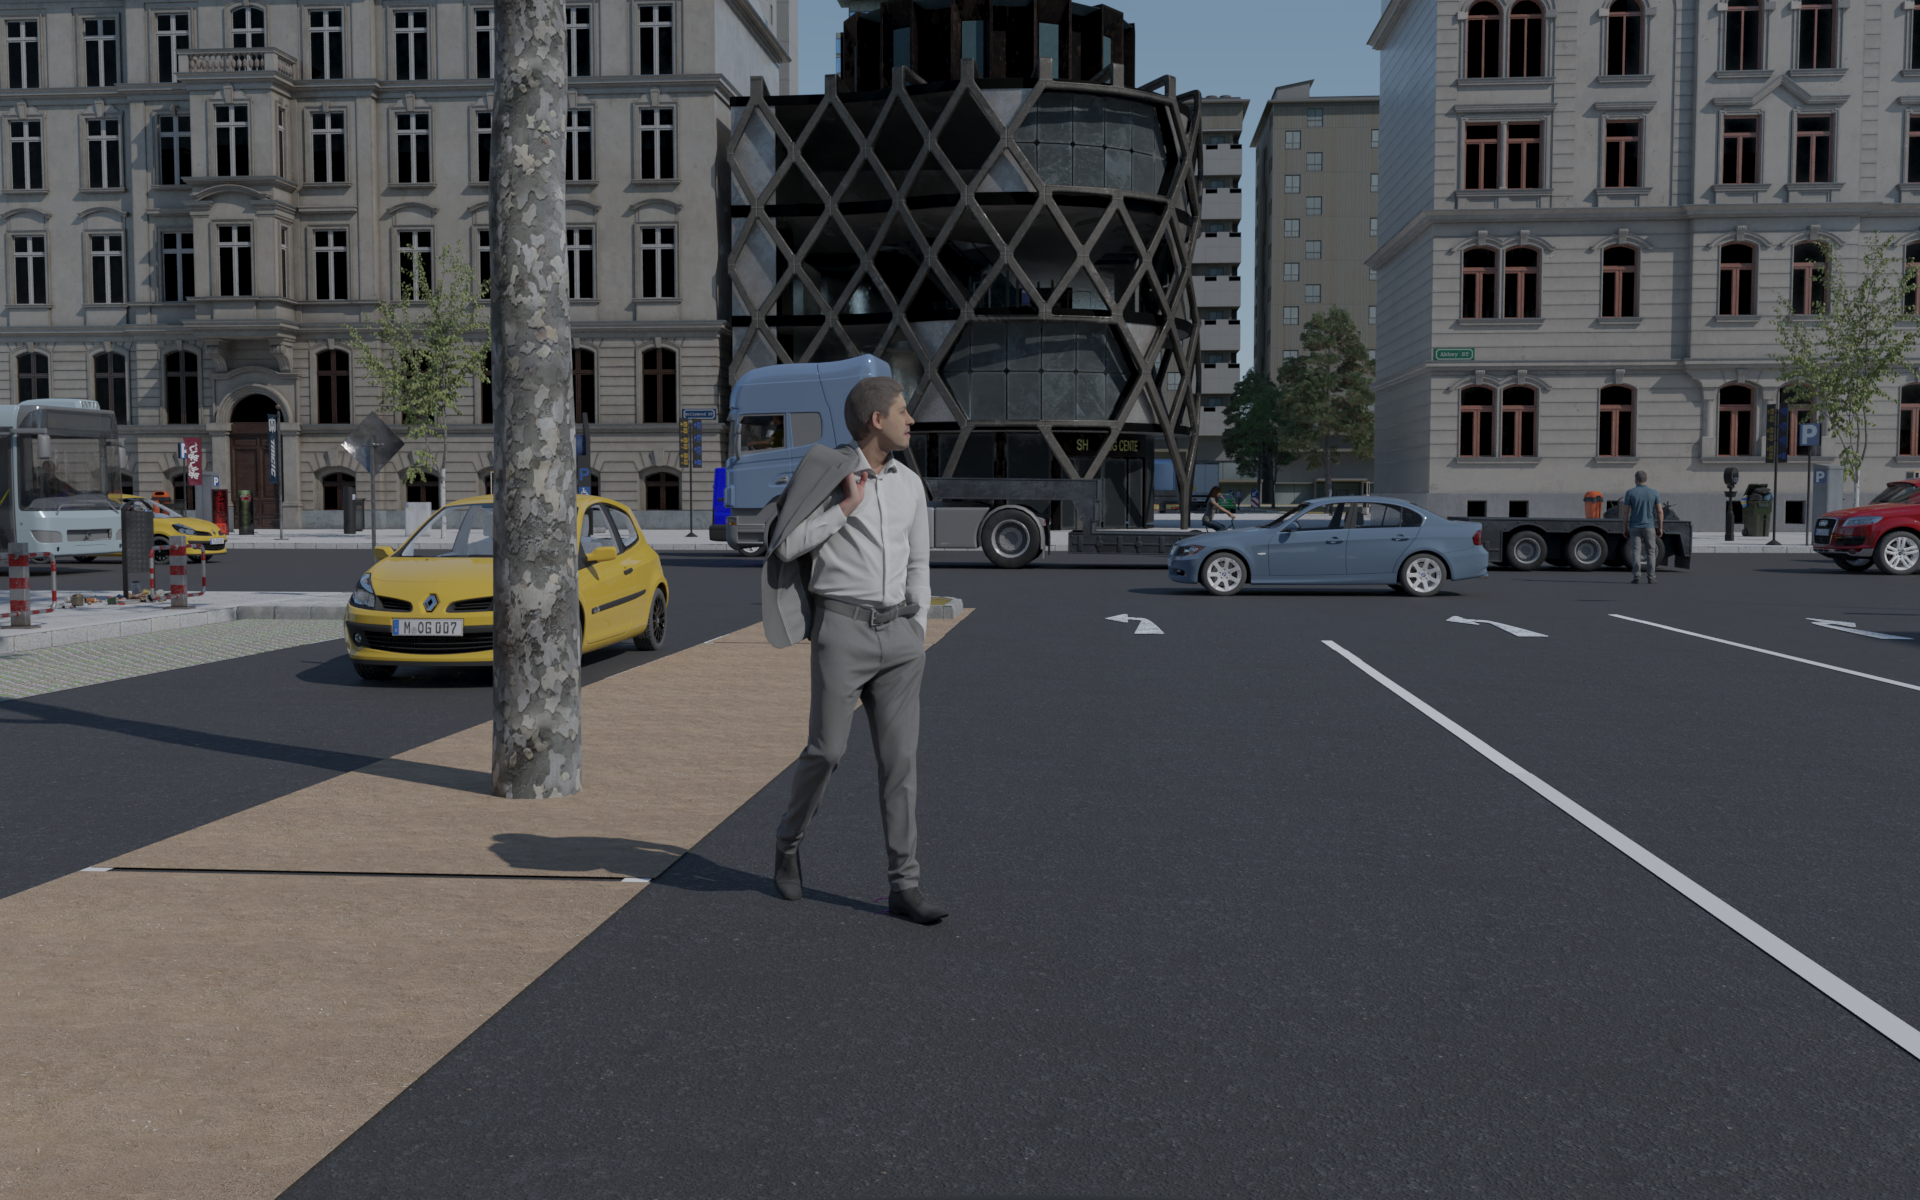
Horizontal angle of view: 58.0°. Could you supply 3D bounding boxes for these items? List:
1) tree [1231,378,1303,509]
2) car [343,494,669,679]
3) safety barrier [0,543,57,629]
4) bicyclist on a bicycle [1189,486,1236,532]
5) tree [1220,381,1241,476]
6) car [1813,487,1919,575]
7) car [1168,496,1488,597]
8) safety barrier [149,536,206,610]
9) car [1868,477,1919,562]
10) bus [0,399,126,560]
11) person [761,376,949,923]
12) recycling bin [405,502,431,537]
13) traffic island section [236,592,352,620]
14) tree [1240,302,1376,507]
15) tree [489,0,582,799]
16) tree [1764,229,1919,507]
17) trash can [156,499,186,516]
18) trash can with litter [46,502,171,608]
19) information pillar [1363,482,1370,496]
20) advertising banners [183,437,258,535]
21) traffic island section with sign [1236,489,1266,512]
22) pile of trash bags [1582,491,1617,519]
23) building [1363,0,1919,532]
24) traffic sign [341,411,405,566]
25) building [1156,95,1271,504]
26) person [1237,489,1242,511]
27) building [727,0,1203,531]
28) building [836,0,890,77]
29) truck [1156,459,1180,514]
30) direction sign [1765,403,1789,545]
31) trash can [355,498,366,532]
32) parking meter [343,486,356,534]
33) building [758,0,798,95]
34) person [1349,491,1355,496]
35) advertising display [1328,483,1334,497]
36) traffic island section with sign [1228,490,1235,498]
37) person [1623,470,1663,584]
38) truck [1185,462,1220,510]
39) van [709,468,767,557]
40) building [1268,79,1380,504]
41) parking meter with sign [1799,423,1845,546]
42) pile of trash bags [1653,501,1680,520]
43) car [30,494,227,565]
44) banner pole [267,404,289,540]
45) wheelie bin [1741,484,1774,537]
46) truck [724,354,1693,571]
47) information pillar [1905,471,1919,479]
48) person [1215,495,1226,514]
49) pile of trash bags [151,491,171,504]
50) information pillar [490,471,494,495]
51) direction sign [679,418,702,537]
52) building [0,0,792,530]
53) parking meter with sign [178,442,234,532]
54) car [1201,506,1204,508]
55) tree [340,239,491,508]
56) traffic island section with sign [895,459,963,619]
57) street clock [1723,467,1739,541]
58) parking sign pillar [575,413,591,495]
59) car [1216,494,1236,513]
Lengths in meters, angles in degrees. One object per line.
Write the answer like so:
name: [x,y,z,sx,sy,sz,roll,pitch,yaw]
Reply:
tree: [27.932,-13.964,154.059,9.928,11.665,9.643,0,3,0]
car: [-3.711,-0.266,14.574,2.015,1.641,3.980,0,4,5]
safety barrier: [-8.961,-0.136,16.502,0.300,0.817,1.120,0,4,5]
bicyclist on a bicycle: [5.803,-1.771,38.981,1.625,1.676,1.499,0,4,4]
tree: [29.586,-16.093,170.538,7.806,13.903,7.818,0,3,0]
car: [18.271,-1.384,31.297,5.304,1.827,2.281,0,4,4]
car: [5.253,-0.792,24.958,4.499,1.417,2.014,0,4,4]
safety barrier: [-8.714,-0.308,19.311,0.300,0.817,1.120,0,4,5]
car: [21.524,-1.654,35.711,5.304,1.827,2.281,0,4,4]
bus: [-21.258,-2.238,31.447,13.247,3.499,2.948,0,4,6]
person: [-0.379,0.162,5.947,0.679,1.850,0.850,-3,5,-40]
recycling bin: [-16.415,-2.441,52.472,0.722,1.027,0.722,-1,4,-13]
traffic island section: [-7.131,0.075,21.053,2.009,0.180,2.903,0,4,5]
tree: [23.927,-12.598,113.398,7.806,13.903,7.818,0,3,0]
tree: [-3.156,-9.191,8.626,12.611,20.169,13.585,0,3,0]
tree: [24.585,-5.961,47.822,4.737,8.622,4.395,0,3,0]
trash can: [-21.472,-2.174,47.193,0.748,1.137,0.748,0,3,0]
trash can with litter: [-10.051,-0.574,20.449,1.678,1.210,2.233,1,4,11]
information pillar: [24.510,-6.121,104.571,0.304,2.012,0.304,3,5,40]
advertising banners: [-22.934,-3.518,53.707,2.074,3.025,0.090,-2,4,-29]
traffic island section with sign: [23.153,-7.856,137.080,1.989,1.847,2.006,0,4,5]
pile of trash bags: [31.133,-4.574,84.537,1.912,1.369,3.447,1,4,16]
building: [27.481,-16.873,63.264,23.554,28.519,14.401,0,4,5]
traffic sign: [-7.107,-1.061,20.989,0.795,2.450,0.064,0,4,5]
building: [25.471,-39.190,229.995,27.495,52.752,28.713,0,4,5]
person: [23.927,-8.517,147.615,0.599,1.838,0.709,0,4,-2]
building: [0.777,-12.184,66.653,16.811,18.784,16.820,0,4,5]
building: [-3.891,-56.040,228.929,31.000,86.520,22.319,0,4,5]
truck: [14.903,-8.460,128.072,2.967,4.110,18.799,0,4,6]
direction sign: [20.412,-3.140,43.337,0.379,3.537,0.876,0,4,-7]
trash can: [-20.711,-2.915,59.319,0.748,1.137,0.748,0,3,0]
parking meter: [-19.564,-2.879,55.490,0.372,1.533,0.369,0,3,0]
building: [-24.819,-35.856,128.250,21.231,58.520,28.212,0,4,5]
person: [40.875,-10.463,180.363,1.217,1.735,0.721,-1,4,-18]
advertising display: [21.889,-5.931,102.186,0.123,1.923,0.974,0,4,0]
traffic island section with sign: [25.563,-9.525,164.369,1.989,1.847,2.006,0,4,5]
person: [10.925,-1.167,27.712,0.598,1.807,0.434,2,4,26]
truck: [21.700,-10.234,156.245,2.839,4.237,11.283,0,4,4]
van: [-3.071,-2.180,40.025,5.245,2.365,2.240,0,4,3]
building: [52.915,-39.082,228.221,27.495,52.752,28.713,0,4,5]
parking meter with sign: [21.647,-2.866,43.124,1.738,3.016,0.543,-2,4,-30]
pile of trash bags: [31.504,-4.116,77.051,3.447,1.369,1.912,3,5,40]
car: [-17.362,-1.581,36.067,3.980,1.641,2.015,0,4,5]
banner pole: [-19.033,-3.558,48.194,0.401,3.779,0.863,0,4,4]
wheelie bin: [24.027,-2.704,52.114,0.980,1.594,0.693,-1,4,-11]
truck: [4.152,-2.684,33.643,18.799,4.110,2.967,0,4,6]
information pillar: [30.760,-3.149,55.986,0.304,2.012,0.304,-2,4,-33]
person: [16.782,-6.424,113.552,1.348,1.822,0.705,1,4,23]
pile of trash bags: [-27.582,-2.868,56.644,3.447,1.369,1.912,0,4,-7]
information pillar: [-15.109,-3.173,56.373,0.304,2.012,0.304,-1,4,-14]
direction sign: [-8.029,-3.649,51.665,0.379,3.537,0.876,3,4,39]
building: [-24.994,-15.207,67.725,34.723,24.649,14.460,0,4,5]
parking meter with sign: [-25.404,-3.803,58.438,1.738,3.016,0.543,1,4,10]
car: [24.156,-10.096,177.646,1.945,1.354,3.894,0,4,7]
tree: [-15.075,-6.064,49.507,4.737,8.622,4.395,0,3,0]
traffic island section with sign: [-0.988,-0.772,20.752,2.006,1.907,1.989,0,4,5]
street clock: [21.005,-2.609,47.226,0.471,2.002,0.358,-3,5,-44]
parking sign pillar: [-12.368,-4.179,56.798,1.447,3.967,1.447,-1,4,-16]
car: [19.903,-7.479,131.075,1.959,1.807,4.718,0,4,5]
